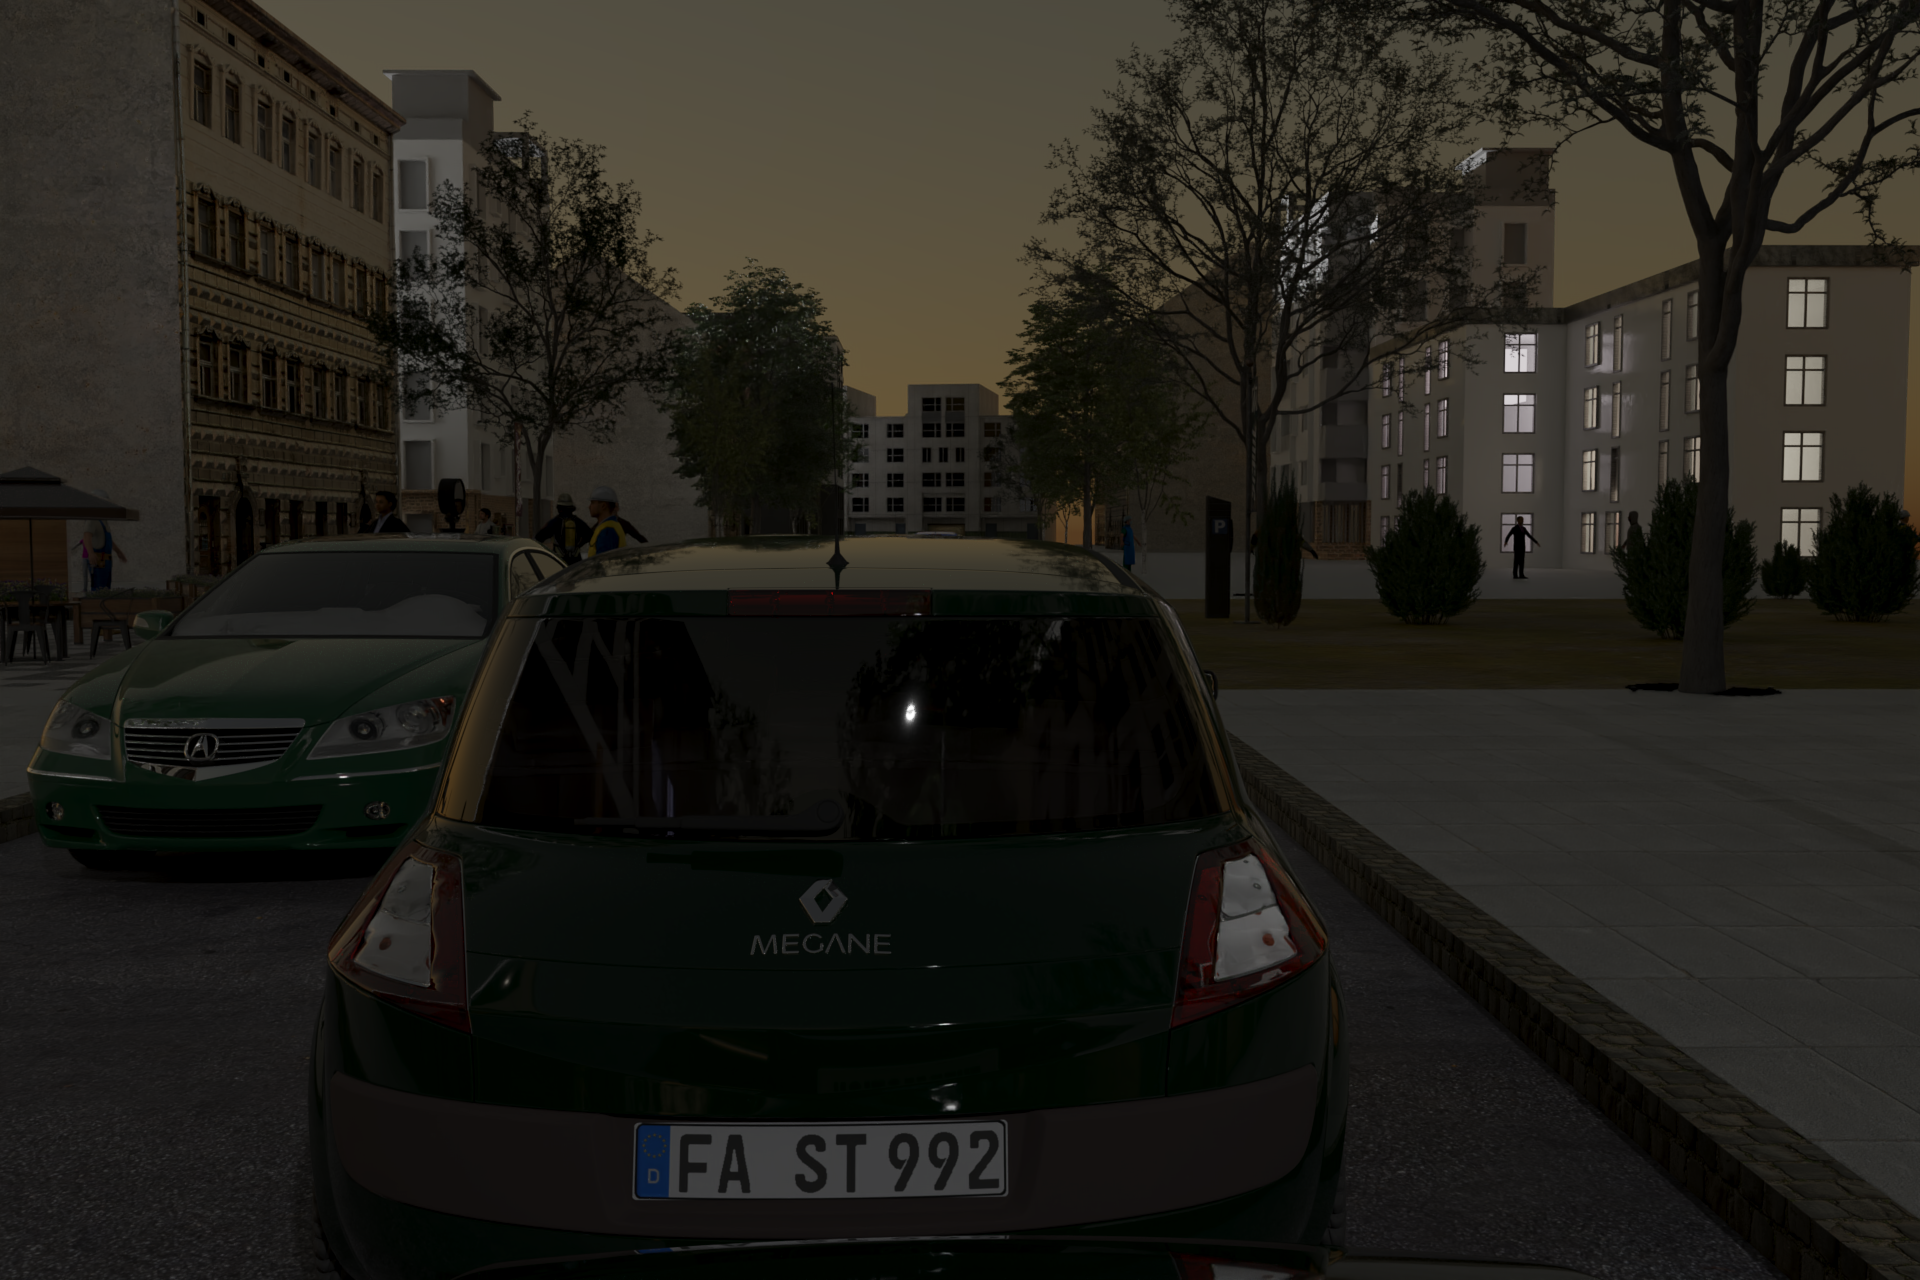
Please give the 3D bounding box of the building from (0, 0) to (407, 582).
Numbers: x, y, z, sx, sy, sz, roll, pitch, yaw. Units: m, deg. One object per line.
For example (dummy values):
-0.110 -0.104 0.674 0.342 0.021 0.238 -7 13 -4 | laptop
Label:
-29.847 -13.665 54.357 19.493 23.208 18.063 0 4 -1 | building

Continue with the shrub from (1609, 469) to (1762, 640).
8.860 -1.047 21.159 1.661 2.075 1.752 0 3 0 | shrub

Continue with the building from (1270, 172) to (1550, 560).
22.788 -14.718 97.061 16.016 20.090 11.380 0 3 0 | building

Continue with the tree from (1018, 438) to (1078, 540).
5.416 -9.639 107.959 4.737 8.622 4.395 0 3 0 | tree

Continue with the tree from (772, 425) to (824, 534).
-9.611 -9.195 100.699 4.360 8.622 3.978 0 3 0 | tree

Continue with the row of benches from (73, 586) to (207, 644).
-8.405 -0.290 20.200 4.104 0.672 1.422 0 4 7 | row of benches

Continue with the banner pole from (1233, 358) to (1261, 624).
4.130 -2.111 24.534 0.401 3.779 0.863 0 4 -1 | banner pole

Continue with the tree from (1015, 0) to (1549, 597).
6.137 -7.634 35.194 12.009 13.543 11.850 0 3 0 | tree

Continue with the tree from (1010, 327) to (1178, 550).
6.426 -9.653 83.589 9.928 11.665 9.643 0 3 0 | tree

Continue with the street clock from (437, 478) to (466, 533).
-6.597 -1.098 22.529 0.358 2.002 0.471 0 4 1 | street clock

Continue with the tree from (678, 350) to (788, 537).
-9.821 -7.321 70.057 4.360 8.622 3.978 0 3 0 | tree

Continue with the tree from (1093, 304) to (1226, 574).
6.025 -6.414 55.237 4.737 8.622 4.395 0 3 0 | tree

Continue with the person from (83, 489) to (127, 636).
-10.850 -0.983 21.921 0.705 1.847 1.347 -1 4 -11 | person

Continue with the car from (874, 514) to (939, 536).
-0.643 -0.496 17.889 2.009 1.686 4.222 0 4 -1 | car

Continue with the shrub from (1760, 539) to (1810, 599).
16.289 -1.414 34.231 1.383 1.207 1.383 0 3 0 | shrub

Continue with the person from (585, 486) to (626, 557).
-2.995 -0.370 14.484 0.705 1.833 1.349 0 4 -5 | person

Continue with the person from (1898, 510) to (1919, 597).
19.347 -1.770 35.400 0.721 1.772 1.216 -1 4 -14 | person

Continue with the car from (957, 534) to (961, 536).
-0.555 -5.571 100.872 2.009 1.686 4.222 0 4 -2 | car

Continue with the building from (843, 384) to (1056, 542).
-4.784 -20.948 211.412 31.486 18.905 16.747 1 4 9 | building

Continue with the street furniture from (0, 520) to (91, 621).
-18.109 -1.199 26.463 9.812 1.723 11.010 -2 4 -26 | street furniture

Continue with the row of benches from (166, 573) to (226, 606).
-11.355 -0.652 26.130 1.422 0.672 4.104 -2 4 -32 | row of benches

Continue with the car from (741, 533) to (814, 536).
-2.341 -0.652 22.465 2.131 1.459 4.920 0 4 -1 | car

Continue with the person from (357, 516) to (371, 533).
-16.970 -2.661 49.689 1.347 1.806 0.705 2 4 31 | person

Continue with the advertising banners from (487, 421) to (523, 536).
-6.879 -1.843 26.327 0.090 3.025 2.074 0 4 0 | advertising banners

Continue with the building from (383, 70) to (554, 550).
-24.854 -13.189 72.068 16.016 20.090 11.380 0 4 -1 | building

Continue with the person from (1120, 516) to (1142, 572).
4.946 -2.726 50.693 0.704 1.817 1.347 2 4 29 | person

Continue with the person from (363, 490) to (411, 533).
-6.098 -0.703 18.212 1.216 1.740 0.721 2 4 27 | person

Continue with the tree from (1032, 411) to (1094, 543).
6.104 -9.140 99.793 4.737 8.622 4.395 0 3 0 | tree

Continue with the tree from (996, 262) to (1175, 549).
5.299 -9.431 72.327 7.486 12.596 7.792 0 3 0 | tree

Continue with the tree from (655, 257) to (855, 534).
-9.635 -10.702 81.625 9.857 13.997 8.962 0 3 0 | tree

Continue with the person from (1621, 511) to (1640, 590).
15.415 -2.056 39.746 0.705 1.813 1.348 1 4 10 | person

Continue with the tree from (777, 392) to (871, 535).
-9.592 -11.720 117.376 9.928 11.665 9.643 0 3 0 | tree

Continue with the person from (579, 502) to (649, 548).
-5.214 -1.221 26.096 1.346 1.812 0.704 -1 4 -17 | person

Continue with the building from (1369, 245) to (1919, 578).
23.165 -7.482 64.473 9.099 9.664 28.070 0 4 -1 | building

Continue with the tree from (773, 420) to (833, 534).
-9.496 -9.561 106.692 4.737 8.622 4.395 0 3 0 | tree

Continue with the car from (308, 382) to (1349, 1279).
-0.247 0.327 4.435 2.009 1.686 4.222 0 4 -1 | car

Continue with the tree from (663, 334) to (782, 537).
-8.851 -6.997 64.758 4.737 8.622 4.395 0 3 0 | tree

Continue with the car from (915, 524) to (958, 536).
-0.631 -2.208 45.687 1.945 1.707 3.694 0 4 0 | car

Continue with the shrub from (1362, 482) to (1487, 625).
6.623 -1.239 24.674 1.690 2.028 1.600 0 3 0 | shrub

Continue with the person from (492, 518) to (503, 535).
-13.204 -2.611 49.488 1.217 1.733 0.721 1 4 15 | person

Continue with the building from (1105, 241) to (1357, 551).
21.858 -18.879 139.593 19.493 23.208 18.063 0 4 0 | building

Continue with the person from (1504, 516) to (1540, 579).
16.051 -2.654 49.611 1.346 1.802 0.704 -2 4 -27 | person

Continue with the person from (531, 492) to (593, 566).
-5.474 -1.117 24.034 1.354 1.856 0.705 -2 4 -28 | person

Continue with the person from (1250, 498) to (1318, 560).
4.938 -1.288 26.823 0.705 1.858 1.354 -3 5 -41 | person

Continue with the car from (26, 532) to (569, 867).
-2.912 0.173 8.975 2.131 1.459 4.920 0 4 -1 | car

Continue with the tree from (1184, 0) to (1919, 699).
6.053 -6.307 13.494 12.009 13.543 11.850 0 3 0 | tree

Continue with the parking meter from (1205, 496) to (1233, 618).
3.950 -1.265 26.398 0.399 1.863 0.255 0 4 0 | parking meter

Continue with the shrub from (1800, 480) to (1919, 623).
13.193 -1.302 25.323 1.661 2.075 1.752 0 3 0 | shrub

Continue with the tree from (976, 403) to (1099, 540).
5.511 -11.195 117.453 8.767 10.594 7.601 -1 4 -10 | tree

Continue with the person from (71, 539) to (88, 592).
-19.090 -1.751 37.900 0.991 1.433 0.599 0 4 -5 | person

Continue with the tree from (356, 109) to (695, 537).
-9.796 -6.401 39.070 8.767 10.594 7.601 1 4 10 | tree

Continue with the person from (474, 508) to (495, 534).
-9.590 -1.758 34.932 1.347 1.806 0.705 3 4 36 | person

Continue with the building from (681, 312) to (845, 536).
-26.537 -20.310 176.041 27.936 21.610 32.646 0 4 -1 | building

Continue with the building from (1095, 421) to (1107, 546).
24.515 -21.715 185.963 19.493 23.208 18.063 0 3 0 | building

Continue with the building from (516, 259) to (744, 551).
-28.456 -19.002 141.607 19.493 23.208 18.063 0 4 0 | building
